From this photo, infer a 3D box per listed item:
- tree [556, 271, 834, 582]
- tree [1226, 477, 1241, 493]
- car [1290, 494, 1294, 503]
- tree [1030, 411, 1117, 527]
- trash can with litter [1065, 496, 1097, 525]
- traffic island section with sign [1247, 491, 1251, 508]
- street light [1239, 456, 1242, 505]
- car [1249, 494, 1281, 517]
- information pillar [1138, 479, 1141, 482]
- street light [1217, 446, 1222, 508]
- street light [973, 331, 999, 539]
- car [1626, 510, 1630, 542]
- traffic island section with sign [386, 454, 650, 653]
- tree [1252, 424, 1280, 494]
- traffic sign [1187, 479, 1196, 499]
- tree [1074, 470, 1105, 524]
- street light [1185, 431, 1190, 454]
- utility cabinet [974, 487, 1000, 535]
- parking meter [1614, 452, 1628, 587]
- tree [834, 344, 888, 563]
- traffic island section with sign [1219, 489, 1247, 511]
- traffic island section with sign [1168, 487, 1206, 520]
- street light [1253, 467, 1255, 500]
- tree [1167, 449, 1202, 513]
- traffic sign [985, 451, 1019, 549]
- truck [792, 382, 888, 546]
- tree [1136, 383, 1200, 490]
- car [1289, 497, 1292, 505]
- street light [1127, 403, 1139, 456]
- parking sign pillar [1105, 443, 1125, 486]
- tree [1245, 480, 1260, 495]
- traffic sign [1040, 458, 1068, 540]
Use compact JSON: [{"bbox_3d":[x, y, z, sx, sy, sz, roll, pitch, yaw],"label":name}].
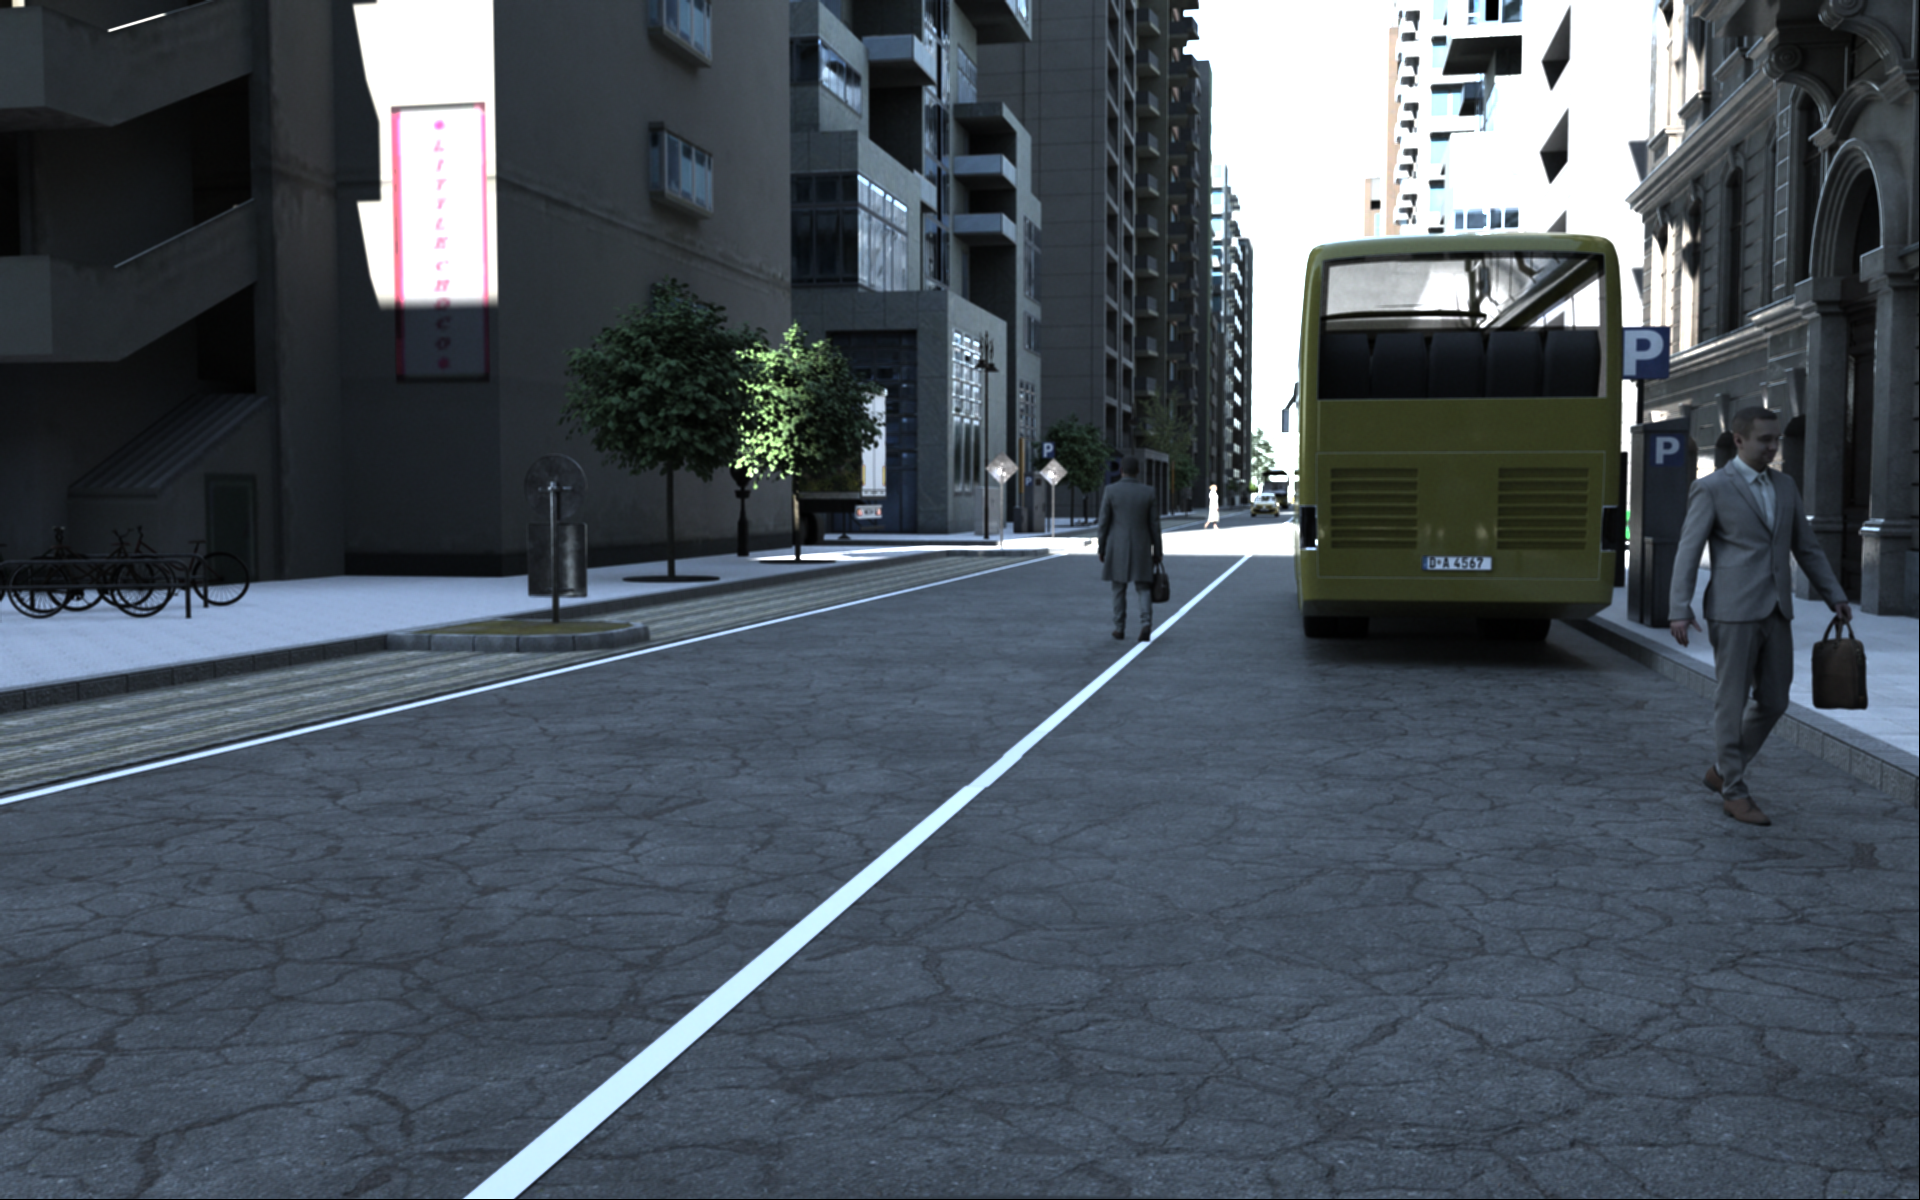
[{"bbox_3d":[-4.222,-2.570,25.733,4.285,4.588,4.351,0,3,0],"label":"tree"},{"bbox_3d":[31.192,-12.490,198.809,1.663,3.219,1.824,0,3,0],"label":"tree"},{"bbox_3d":[47.960,-14.729,251.036,2.015,1.641,3.980,1,4,12],"label":"car"},{"bbox_3d":[4.437,-5.142,67.792,4.285,4.588,4.351,0,3,0],"label":"tree"},{"bbox_3d":[5.081,-3.704,71.610,1.678,1.210,2.233,1,4,9],"label":"trash can with litter"},{"bbox_3d":[28.445,-10.023,172.506,1.989,1.847,2.006,1,4,12],"label":"traffic island section with sign"},{"bbox_3d":[33.315,-14.248,205.737,0.468,5.910,1.993,1,4,12],"label":"street light"},{"bbox_3d":[19.401,-6.105,110.045,2.015,1.641,3.980,1,4,12],"label":"car"},{"bbox_3d":[8.857,-5.017,86.515,0.304,2.012,0.304,0,4,1],"label":"information pillar"},{"bbox_3d":[24.226,-11.585,162.201,0.468,5.910,1.993,1,4,12],"label":"street light"},{"bbox_3d":[0.754,-4.674,49.215,0.468,5.910,1.993,1,4,12],"label":"street light"},{"bbox_3d":[18.425,-2.032,42.015,4.718,1.807,1.959,1,4,10],"label":"car"},{"bbox_3d":[-4.076,-0.482,16.512,1.989,1.847,2.006,1,4,12],"label":"traffic island section with sign"},{"bbox_3d":[47.867,-22.056,278.744,7.486,12.596,7.792,0,3,0],"label":"tree"},{"bbox_3d":[16.320,-7.491,122.591,0.768,2.556,0.104,1,4,17],"label":"traffic sign"},{"bbox_3d":[5.524,-4.863,74.103,1.663,3.219,1.824,0,3,0],"label":"tree"},{"bbox_3d":[16.311,-9.255,124.107,0.468,5.910,1.993,1,4,12],"label":"street light"},{"bbox_3d":[0.858,-2.767,53.915,0.318,1.500,1.173,2,4,28],"label":"utility cabinet"},{"bbox_3d":[9.014,-1.120,24.022,0.399,1.863,0.255,3,4,36],"label":"parking meter"},{"bbox_3d":[-3.099,-2.984,32.503,4.285,4.588,4.351,0,3,0],"label":"tree"},{"bbox_3d":[22.938,-8.409,146.117,1.989,1.847,2.006,1,4,12],"label":"traffic island section with sign"},{"bbox_3d":[12.778,-5.425,97.325,1.989,1.847,2.006,1,4,12],"label":"traffic island section with sign"},{"bbox_3d":[41.372,-16.576,243.802,0.468,5.910,1.993,1,4,12],"label":"street light"},{"bbox_3d":[15.023,-8.308,119.543,4.285,4.588,4.351,0,3,0],"label":"tree"},{"bbox_3d":[0.982,-2.262,40.628,0.795,2.450,0.064,1,4,12],"label":"traffic sign"},{"bbox_3d":[-7.658,-3.483,45.860,11.283,4.237,2.839,1,4,13],"label":"truck"},{"bbox_3d":[13.699,-10.090,115.328,4.737,8.622,4.395,0,3,0],"label":"tree"},{"bbox_3d":[40.954,-12.858,219.022,1.959,1.807,4.718,1,4,10],"label":"car"},{"bbox_3d":[8.780,-7.045,87.978,0.468,5.910,1.993,1,4,12],"label":"street light"},{"bbox_3d":[8.227,-6.240,90.497,1.447,3.967,1.447,2,4,29],"label":"parking sign pillar"},{"bbox_3d":[39.790,-14.853,237.450,1.663,3.219,1.824,0,3,0],"label":"tree"},{"bbox_3d":[2.612,-2.740,48.446,0.795,2.450,0.064,1,4,12],"label":"traffic sign"}]
